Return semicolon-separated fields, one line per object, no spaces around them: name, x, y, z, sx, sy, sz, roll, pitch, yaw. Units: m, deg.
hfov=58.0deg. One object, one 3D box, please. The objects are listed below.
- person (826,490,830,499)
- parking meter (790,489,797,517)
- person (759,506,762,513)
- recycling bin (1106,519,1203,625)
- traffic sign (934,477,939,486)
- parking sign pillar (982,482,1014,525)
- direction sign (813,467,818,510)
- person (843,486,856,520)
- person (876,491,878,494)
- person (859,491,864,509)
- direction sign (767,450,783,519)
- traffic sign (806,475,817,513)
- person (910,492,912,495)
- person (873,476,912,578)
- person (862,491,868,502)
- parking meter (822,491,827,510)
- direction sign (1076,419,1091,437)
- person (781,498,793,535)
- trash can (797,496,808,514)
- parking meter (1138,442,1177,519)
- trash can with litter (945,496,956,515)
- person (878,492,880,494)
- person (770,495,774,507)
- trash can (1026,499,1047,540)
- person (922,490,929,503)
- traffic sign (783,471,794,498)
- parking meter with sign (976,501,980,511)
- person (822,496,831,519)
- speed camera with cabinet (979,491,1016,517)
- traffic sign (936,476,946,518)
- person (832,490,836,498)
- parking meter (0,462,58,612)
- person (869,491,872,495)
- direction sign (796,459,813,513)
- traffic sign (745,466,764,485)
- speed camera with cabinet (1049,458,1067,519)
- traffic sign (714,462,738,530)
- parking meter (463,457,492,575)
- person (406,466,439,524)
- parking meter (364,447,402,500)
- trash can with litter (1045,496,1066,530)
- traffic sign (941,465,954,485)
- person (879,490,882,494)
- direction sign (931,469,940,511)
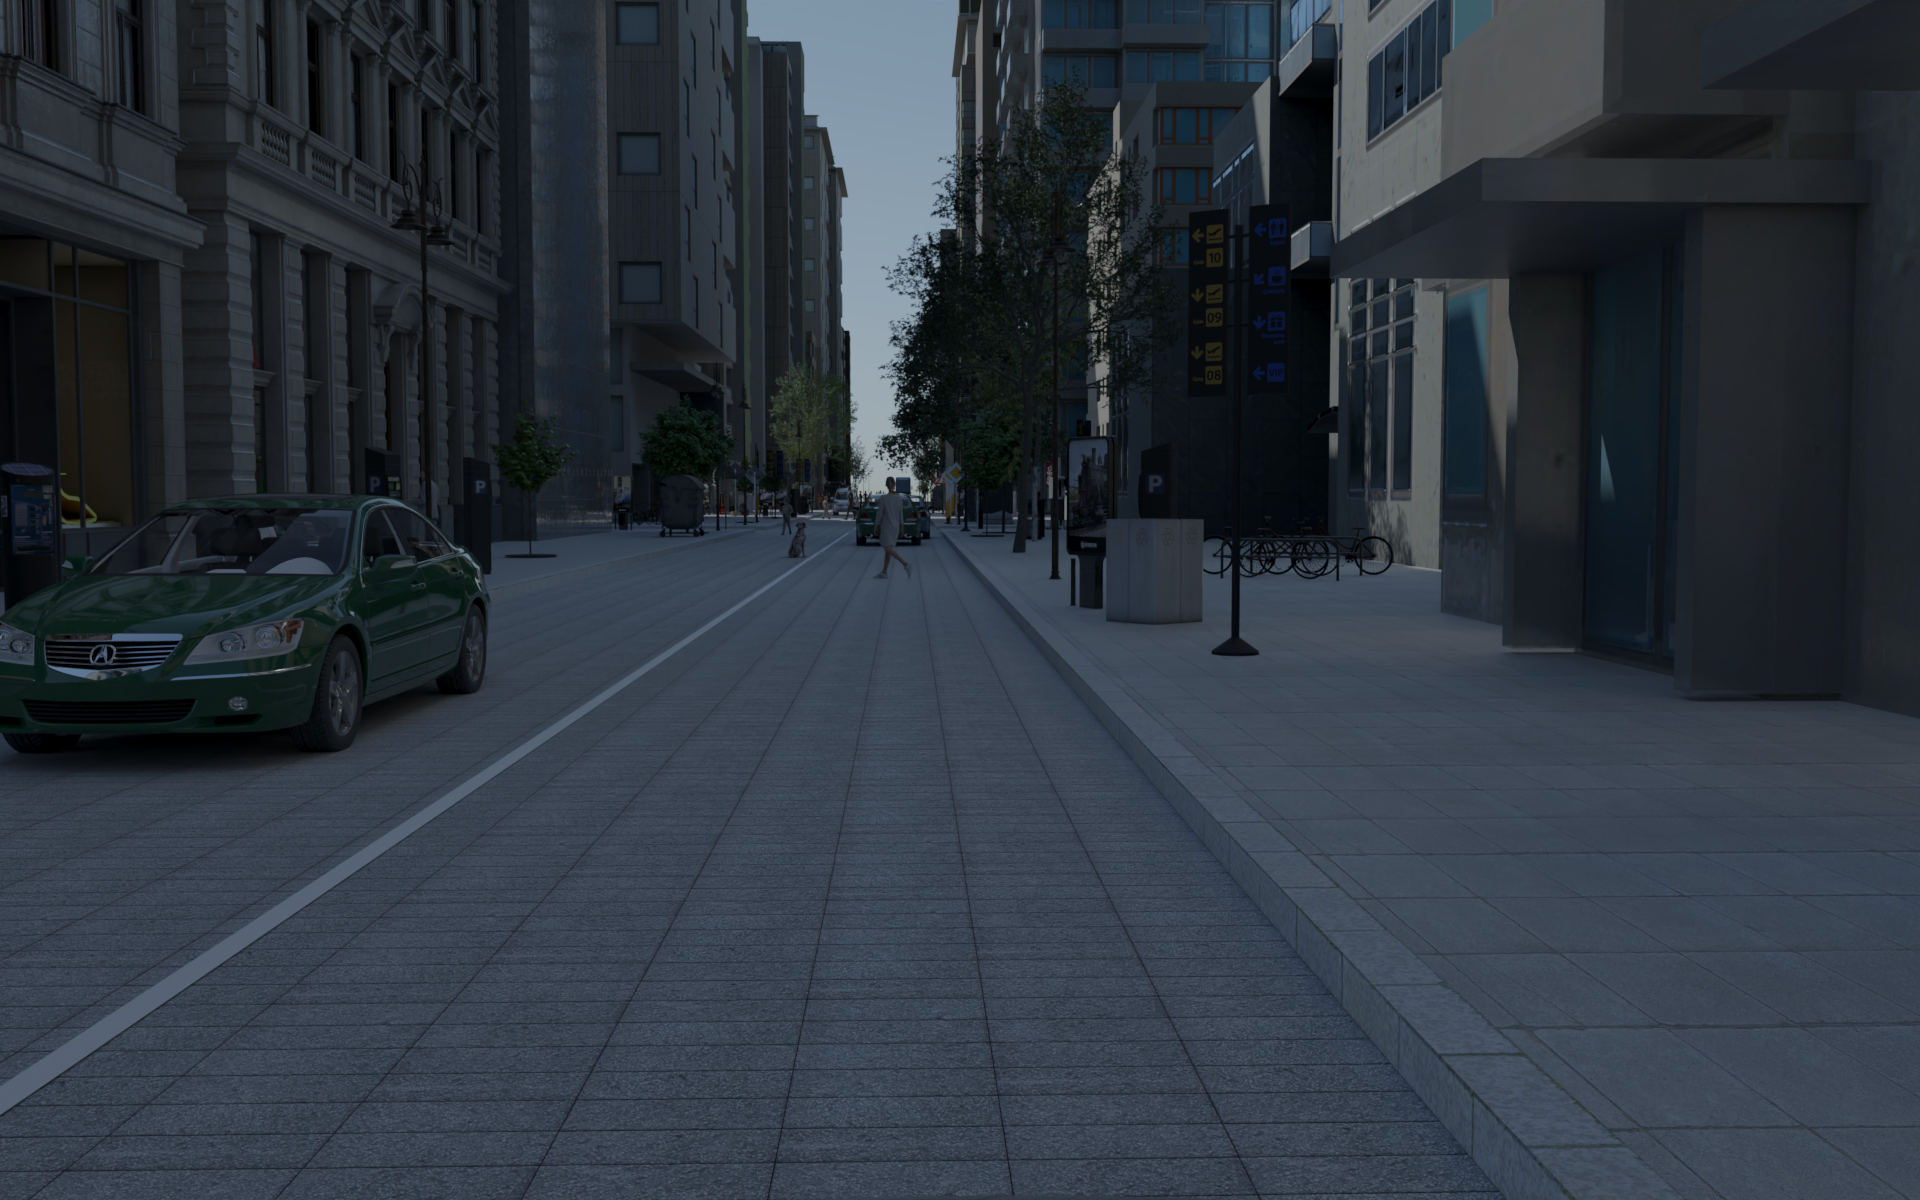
person;-13.107;-9.995;170.407;0.756;1.711;0.436;0;4;-8
parking meter;-9.143;-5.307;95.182;0.372;1.533;0.369;0;3;0
person;-13.228;-6.669;115.263;0.473;1.802;0.592;-3;5;-40
recycling bin;1.957;-0.298;17.429;0.722;1.027;0.722;-3;5;-39
traffic sign;-1.528;-7.799;127.614;0.768;2.556;0.104;0;4;5
parking sign pillar;1.583;-5.176;73.095;1.447;3.967;1.447;0;4;8
direction sign;-11.997;-9.266;143.495;0.379;3.537;0.876;-2;4;-35
person;-6.079;-5.319;95.243;0.755;1.850;0.659;1;4;12
person;-11.443;-14.054;238.368;1.348;1.812;0.705;1;4;10
person;-9.463;-9.638;166.600;0.721;1.766;1.217;-1;4;-21
direction sign;-9.594;-5.983;89.817;0.876;3.537;0.379;-1;4;-22
traffic sign;-9.920;-7.063;115.587;0.768;2.556;0.104;0;4;1
person;-6.232;-12.527;214.133;0.721;1.723;1.217;0;4;-2
person;-1.131;-1.228;29.327;0.760;1.731;0.466;1;4;21
person;-10.683;-11.499;196.442;1.348;1.831;0.705;3;4;37
parking meter;-10.922;-8.018;139.500;0.372;1.533;0.369;0;3;0
direction sign;3.781;-3.727;52.938;0.379;3.537;0.876;2;4;33
person;-6.067;-2.938;60.814;0.475;1.303;0.640;1;4;18
trash can;-9.911;-5.950;108.930;0.748;1.137;0.748;0;3;0
parking meter;2.244;-0.854;19.669;0.399;1.863;0.255;2;4;27
trash can with litter;-0.530;-5.839;106.849;0.624;1.170;1.055;-2;4;-30
person;-12.414;-15.653;264.446;1.348;1.822;0.705;3;5;41
person;-14.795;-7.882;135.475;0.480;1.755;0.524;1;4;9
trash can;2.095;-2.279;48.913;0.748;1.137;0.748;0;3;0
person;-5.040;-14.714;246.609;1.348;1.826;0.705;-2;4;-27
traffic sign;-9.620;-5.896;96.499;0.768;2.556;0.104;0;4;4
parking meter with sign;1.555;-6.368;100.381;0.543;3.016;1.738;3;5;44
person;-7.620;-5.232;98.317;0.475;1.303;0.640;2;4;34
speed camera with cabinet;2.133;-6.328;97.802;2.038;3.252;0.660;0;4;-7
traffic sign;-0.871;-5.741;93.865;0.884;2.594;0.081;0;4;2
person;-15.308;-12.503;211.149;0.721;1.739;1.217;1;4;18
parking meter;-7.225;-0.309;13.460;0.372;1.533;0.369;0;3;0
person;-11.372;-13.109;222.695;0.599;1.838;0.709;3;5;39
direction sign;-10.071;-7.282;111.056;0.876;3.537;0.379;0;4;-8
traffic sign;-8.353;-4.172;70.403;0.795;2.593;0.064;0;4;-2
speed camera with cabinet;5.566;-5.866;90.248;2.038;3.252;0.660;-3;4;-39
traffic sign;-8.381;-3.788;61.937;0.884;2.594;0.081;0;4;3
parking meter;-7.677;-1.338;27.580;0.399;1.863;0.255;-3;5;-43
person;-9.923;-1.577;32.024;0.583;1.804;0.606;0;4;3
parking meter;-7.088;-0.955;21.320;0.399;1.863;0.255;2;4;26
trash can with litter;3.810;-3.105;61.818;2.233;1.210;1.678;2;4;24
traffic sign;-0.362;-4.186;70.628;0.795;2.593;0.064;0;4;-2
person;-8.253;-10.457;179.461;1.348;1.826;0.705;3;4;38
direction sign;-1.857;-8.491;130.830;0.379;3.537;0.876;3;5;45
